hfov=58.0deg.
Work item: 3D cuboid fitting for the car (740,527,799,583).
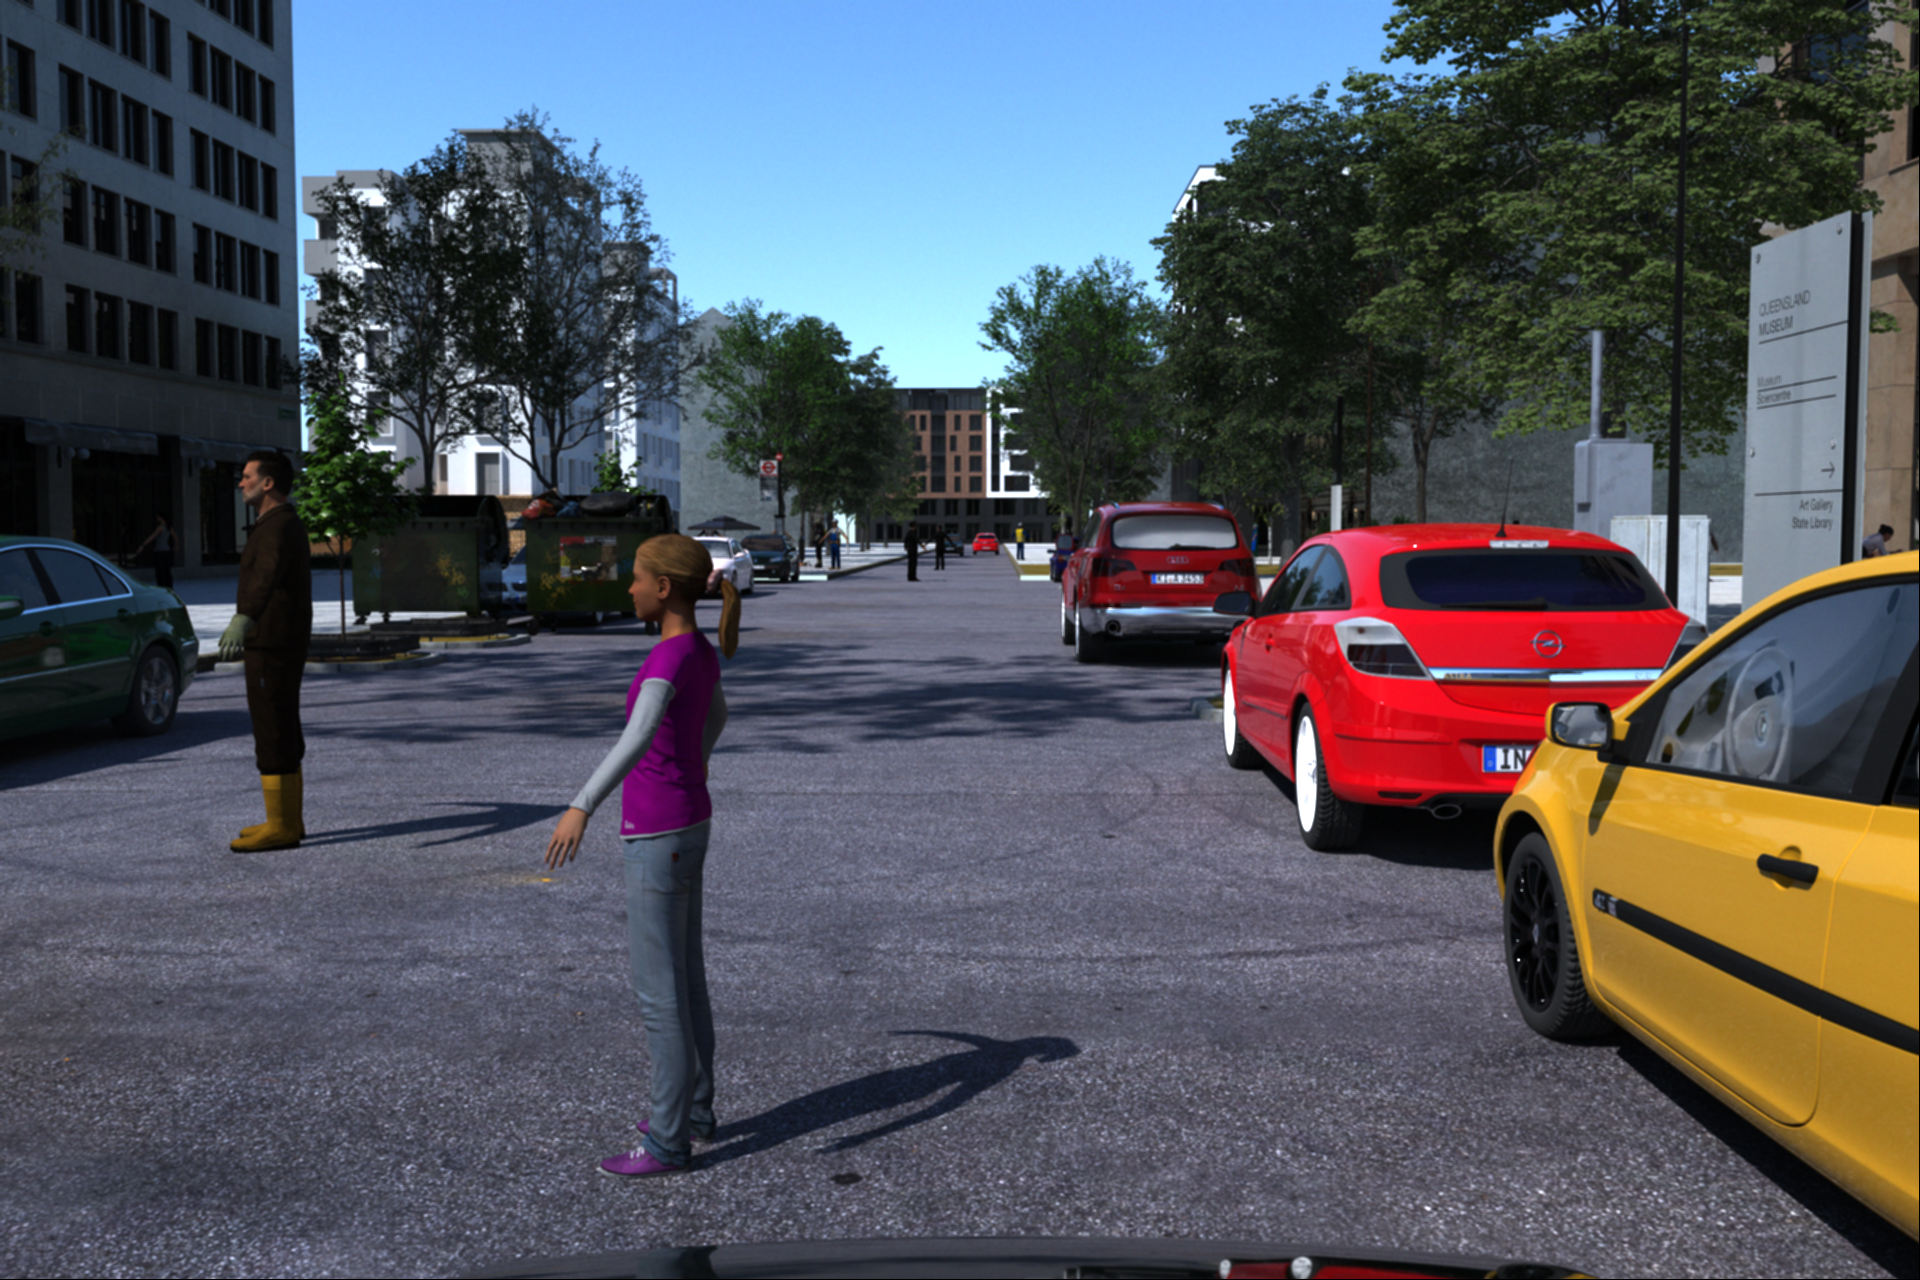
[{"bbox_3d":[-5.825,-2.563,51.697,2.009,1.686,4.222,0,4,1],"label":"car"}]

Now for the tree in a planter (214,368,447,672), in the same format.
[{"bbox_3d":[-6.751,-1.324,18.862,1.991,3.239,1.994,0,4,1],"label":"tree in a planter"}]

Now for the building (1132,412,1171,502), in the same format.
[{"bbox_3d":[27.985,-21.410,180.978,19.493,23.208,18.063,0,4,2],"label":"building"}]

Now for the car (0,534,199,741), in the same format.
[{"bbox_3d":[-6.632,0.051,10.972,2.131,1.459,4.920,0,4,1],"label":"car"}]

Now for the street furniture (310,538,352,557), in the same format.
[{"bbox_3d":[-24.636,-3.932,71.149,11.010,1.723,9.812,2,4,25],"label":"street furniture"}]

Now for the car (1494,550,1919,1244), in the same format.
[{"bbox_3d":[2.473,0.394,3.776,2.015,1.641,3.980,0,3,0],"label":"car"}]

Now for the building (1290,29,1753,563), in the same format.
[{"bbox_3d":[27.347,-15.502,84.383,19.493,23.208,18.063,0,4,1],"label":"building"}]

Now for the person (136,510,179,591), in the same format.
[{"bbox_3d":[-15.186,-1.593,32.849,0.721,1.737,1.217,1,4,9],"label":"person"}]

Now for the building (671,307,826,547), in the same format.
[{"bbox_3d":[-23.821,-21.158,176.855,19.493,23.208,18.063,0,4,0],"label":"building"}]

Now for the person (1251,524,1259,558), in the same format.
[{"bbox_3d":[15.846,-5.316,93.042,0.704,1.817,1.347,1,4,12],"label":"person"}]

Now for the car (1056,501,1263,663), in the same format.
[{"bbox_3d":[2.317,-0.742,20.802,2.281,1.827,5.304,0,4,1],"label":"car"}]

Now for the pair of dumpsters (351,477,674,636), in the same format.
[{"bbox_3d":[-6.397,-1.215,24.818,4.436,2.255,1.574,0,4,2],"label":"pair of dumpsters"}]

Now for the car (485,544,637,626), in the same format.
[{"bbox_3d":[-6.442,-1.006,28.458,2.014,1.417,4.499,0,4,1],"label":"car"}]

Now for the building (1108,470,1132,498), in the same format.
[{"bbox_3d":[26.791,-22.556,199.726,19.493,23.208,18.063,0,4,2],"label":"building"}]

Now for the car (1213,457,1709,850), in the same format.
[{"bbox_3d":[2.495,-0.016,9.309,2.155,1.783,4.494,0,4,2],"label":"car"}]

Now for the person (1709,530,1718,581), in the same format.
[{"bbox_3d":[20.098,-2.459,46.804,0.990,1.755,0.434,-1,4,-12],"label":"person"}]

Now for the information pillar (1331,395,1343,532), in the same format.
[{"bbox_3d":[6.409,-2.332,29.486,0.183,3.616,0.504,0,4,1],"label":"information pillar"}]

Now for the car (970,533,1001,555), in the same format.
[{"bbox_3d":[1.786,-6.756,119.501,2.155,1.783,4.494,0,4,0],"label":"car"}]

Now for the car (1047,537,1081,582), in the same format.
[{"bbox_3d":[3.641,-2.448,52.600,1.945,1.354,3.894,0,4,1],"label":"car"}]

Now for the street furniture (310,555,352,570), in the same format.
[{"bbox_3d":[-23.756,-2.923,63.420,10.072,0.657,5.734,0,4,3],"label":"street furniture"}]

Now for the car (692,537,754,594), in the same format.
[{"bbox_3d":[-5.880,-1.682,39.861,2.083,1.381,4.827,0,4,1],"label":"car"}]

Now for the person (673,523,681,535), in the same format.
[{"bbox_3d":[-13.304,-4.535,80.339,1.347,1.806,0.705,-2,4,-32],"label":"person"}]

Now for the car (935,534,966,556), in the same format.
[{"bbox_3d":[-0.612,-6.323,113.170,2.009,1.686,4.222,0,4,1],"label":"car"}]

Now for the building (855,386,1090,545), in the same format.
[{"bbox_3d":[2.171,-24.724,250.664,32.646,21.610,27.936,0,4,3],"label":"building"}]

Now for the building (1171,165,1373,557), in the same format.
[{"bbox_3d":[27.438,-16.417,112.400,27.936,21.610,32.646,0,4,1],"label":"building"}]

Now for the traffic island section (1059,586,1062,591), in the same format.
[{"bbox_3d":[3.523,-1.303,44.177,1.991,0.108,1.994,0,4,1],"label":"traffic island section"}]

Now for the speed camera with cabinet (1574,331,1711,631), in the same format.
[{"bbox_3d":[6.384,-1.342,16.276,0.660,3.252,2.038,0,4,1],"label":"speed camera with cabinet"}]

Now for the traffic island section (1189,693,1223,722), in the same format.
[{"bbox_3d":[2.863,0.554,13.813,1.991,0.108,1.994,0,4,2],"label":"traffic island section"}]

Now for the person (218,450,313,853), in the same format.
[{"bbox_3d":[-3.178,0.040,7.940,0.704,1.812,1.346,-1,4,-15],"label":"person"}]

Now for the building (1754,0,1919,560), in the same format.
[{"bbox_3d":[28.498,-15.562,20.664,22.709,31.103,35.509,0,4,1],"label":"building"}]

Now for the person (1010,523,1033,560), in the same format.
[{"bbox_3d":[2.996,-4.852,85.302,1.349,1.833,0.705,3,4,36],"label":"person"}]

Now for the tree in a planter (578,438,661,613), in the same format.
[{"bbox_3d":[-6.469,-2.155,32.451,1.991,3.239,1.994,0,4,1],"label":"tree in a planter"}]

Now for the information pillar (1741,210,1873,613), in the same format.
[{"bbox_3d":[6.542,-1.355,13.466,0.184,3.620,1.656,0,4,1],"label":"information pillar"}]

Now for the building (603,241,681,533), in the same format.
[{"bbox_3d":[-25.669,-15.702,113.148,16.016,20.090,11.380,0,4,2],"label":"building"}]

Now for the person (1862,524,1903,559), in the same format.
[{"bbox_3d":[14.175,-1.085,26.974,0.799,1.438,0.628,-2,4,-35],"label":"person"}]

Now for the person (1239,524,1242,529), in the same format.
[{"bbox_3d":[13.874,-4.900,86.573,0.721,1.772,1.216,0,4,-7],"label":"person"}]

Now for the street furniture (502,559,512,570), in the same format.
[{"bbox_3d":[-12.239,-2.522,56.853,5.734,0.657,10.072,2,4,25],"label":"street furniture"}]

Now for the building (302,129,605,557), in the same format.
[{"bbox_3d":[-24.827,-13.818,82.349,16.016,20.090,11.380,0,4,2],"label":"building"}]

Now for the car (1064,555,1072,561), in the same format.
[{"bbox_3d":[3.084,-1.469,34.247,2.015,1.641,3.980,0,4,1],"label":"car"}]

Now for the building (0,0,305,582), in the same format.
[{"bbox_3d":[-31.621,-14.582,40.583,24.374,26.755,37.873,0,4,2],"label":"building"}]

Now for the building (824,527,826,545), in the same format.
[{"bbox_3d":[-20.391,-16.190,206.861,9.099,9.664,28.070,0,4,2],"label":"building"}]
